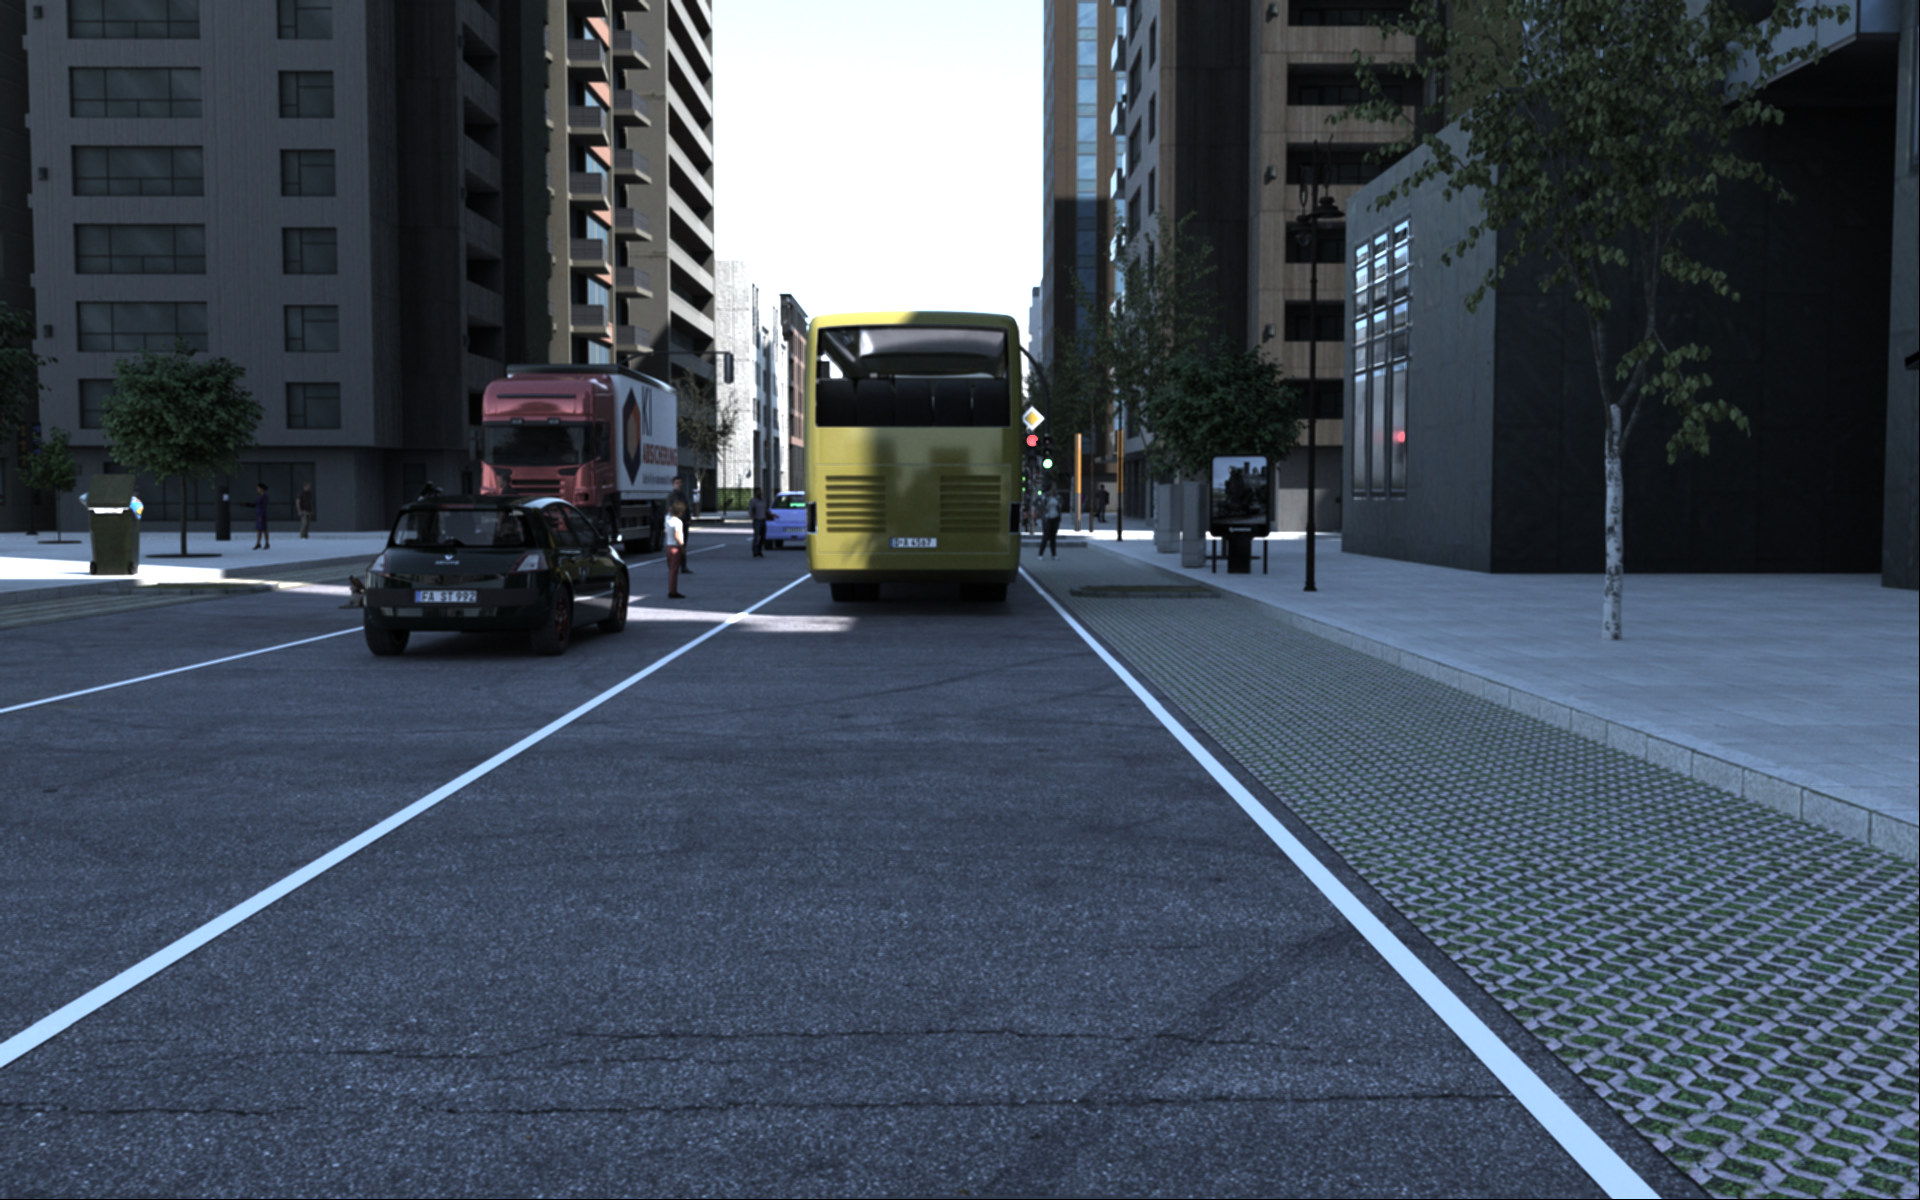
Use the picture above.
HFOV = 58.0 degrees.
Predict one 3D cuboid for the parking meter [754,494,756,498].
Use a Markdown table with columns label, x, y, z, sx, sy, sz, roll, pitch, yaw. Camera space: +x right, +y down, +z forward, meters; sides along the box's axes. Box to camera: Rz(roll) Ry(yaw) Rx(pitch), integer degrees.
| label | x | y | z | sx | sy | sz | roll | pitch | yaw |
| --- | --- | --- | --- | --- | --- | --- | --- | --- | --- |
| parking meter | -13.850 | -6.706 | 118.054 | 0.372 | 1.533 | 0.369 | 0 | 3 | 0 |

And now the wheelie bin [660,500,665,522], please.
| label | x | y | z | sx | sy | sz | roll | pitch | yaw |
| --- | --- | --- | --- | --- | --- | --- | --- | --- | --- |
| wheelie bin | -13.634 | -4.279 | 77.875 | 0.693 | 1.594 | 0.980 | 1 | 4 | 10 |

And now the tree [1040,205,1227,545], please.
| label | x | y | z | sx | sy | sz | roll | pitch | yaw |
| --- | --- | --- | --- | --- | --- | --- | --- | --- | --- |
| tree | 4.714 | -5.688 | 43.366 | 4.737 | 8.622 | 4.395 | 0 | 3 | 0 |

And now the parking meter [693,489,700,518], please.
| label | x | y | z | sx | sy | sz | roll | pitch | yaw |
| --- | --- | --- | --- | --- | --- | --- | --- | --- | --- |
| parking meter | -14.247 | -5.209 | 93.577 | 0.372 | 1.533 | 0.369 | 0 | 3 | 0 |

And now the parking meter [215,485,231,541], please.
| label | x | y | z | sx | sy | sz | roll | pitch | yaw |
| --- | --- | --- | --- | --- | --- | --- | --- | --- | --- |
| parking meter | -20.361 | -2.410 | 47.822 | 0.372 | 1.533 | 0.369 | 0 | 3 | 0 |

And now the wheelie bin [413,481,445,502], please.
| label | x | y | z | sx | sy | sz | roll | pitch | yaw |
| --- | --- | --- | --- | --- | --- | --- | --- | --- | --- |
| wheelie bin | -13.331 | -2.181 | 43.565 | 0.693 | 1.594 | 0.980 | 0 | 4 | -7 |

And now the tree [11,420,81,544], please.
| label | x | y | z | sx | sy | sz | roll | pitch | yaw |
| --- | --- | --- | --- | --- | --- | --- | --- | --- | --- |
| tree | -23.565 | -3.103 | 45.331 | 1.663 | 3.219 | 1.824 | 0 | 3 | 0 |

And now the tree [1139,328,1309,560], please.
| label | x | y | z | sx | sy | sz | roll | pitch | yaw |
| --- | --- | --- | --- | --- | --- | --- | --- | --- | --- |
| tree | 5.261 | -3.106 | 34.505 | 4.285 | 4.588 | 4.351 | 0 | 3 | 0 |

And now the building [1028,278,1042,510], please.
| label | x | y | z | sx | sy | sz | roll | pitch | yaw |
| --- | --- | --- | --- | --- | --- | --- | --- | --- | --- |
| building | 13.592 | -17.294 | 139.174 | 16.016 | 20.091 | 11.380 | 0 | 4 | 0 |

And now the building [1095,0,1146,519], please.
| label | x | y | z | sx | sy | sz | roll | pitch | yaw |
| --- | --- | --- | --- | --- | --- | --- | --- | --- | --- |
| building | 19.475 | -28.599 | 87.208 | 23.786 | 49.044 | 30.456 | 0 | 4 | 0 |

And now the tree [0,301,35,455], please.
| label | x | y | z | sx | sy | sz | roll | pitch | yaw |
| --- | --- | --- | --- | --- | --- | --- | --- | --- | --- |
| tree | -13.692 | -2.388 | 22.762 | 4.285 | 4.588 | 4.351 | 0 | 3 | 0 |

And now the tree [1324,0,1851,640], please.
| label | x | y | z | sx | sy | sz | roll | pitch | yaw |
| --- | --- | --- | --- | --- | --- | --- | --- | --- | --- |
| tree | 5.555 | -3.948 | 14.908 | 4.737 | 8.622 | 4.395 | 0 | 3 | 0 |

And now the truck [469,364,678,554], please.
| label | x | y | z | sx | sy | sz | roll | pitch | yaw |
| --- | --- | --- | --- | --- | --- | --- | --- | --- | --- |
| truck | -8.548 | -3.103 | 39.643 | 2.839 | 4.237 | 11.283 | 0 | 4 | 0 |

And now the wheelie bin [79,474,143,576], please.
| label | x | y | z | sx | sy | sz | roll | pitch | yaw |
| --- | --- | --- | --- | --- | --- | --- | --- | --- | --- |
| wheelie bin | -13.398 | -1.192 | 27.405 | 0.980 | 1.594 | 0.693 | -1 | 4 | -9 |

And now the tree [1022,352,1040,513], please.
| label | x | y | z | sx | sy | sz | roll | pitch | yaw |
| --- | --- | --- | --- | --- | --- | --- | --- | --- | --- |
| tree | 4.677 | -7.516 | 73.247 | 4.737 | 8.622 | 4.395 | 0 | 3 | 0 |

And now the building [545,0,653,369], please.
| label | x | y | z | sx | sy | sz | roll | pitch | yaw |
| --- | --- | --- | --- | --- | --- | --- | --- | --- | --- |
| building | -27.401 | -26.283 | 84.354 | 22.147 | 44.769 | 28.867 | 0 | 4 | 0 |

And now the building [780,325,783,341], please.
| label | x | y | z | sx | sy | sz | roll | pitch | yaw |
| --- | --- | --- | --- | --- | --- | --- | --- | --- | --- |
| building | -25.059 | -19.049 | 167.876 | 16.016 | 20.091 | 11.380 | 0 | 4 | 0 |

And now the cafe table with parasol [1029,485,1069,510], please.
| label | x | y | z | sx | sy | sz | roll | pitch | yaw |
| --- | --- | --- | --- | --- | --- | --- | --- | --- | --- |
| cafe table with parasol | 5.609 | -6.415 | 109.753 | 2.610 | 1.966 | 2.610 | 1 | 4 | 10 |

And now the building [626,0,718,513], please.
| label | x | y | z | sx | sy | sz | roll | pitch | yaw |
| --- | --- | --- | --- | --- | --- | --- | --- | --- | --- |
| building | -27.553 | -29.708 | 109.425 | 21.300 | 48.544 | 21.600 | 0 | 4 | 0 |

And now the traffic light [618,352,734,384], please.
| label | x | y | z | sx | sy | sz | roll | pitch | yaw |
| --- | --- | --- | --- | --- | --- | --- | --- | --- | --- |
| traffic light | -9.608 | -4.932 | 55.299 | 4.771 | 5.953 | 1.251 | 0 | 4 | 0 |

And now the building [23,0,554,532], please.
| label | x | y | z | sx | sy | sz | roll | pitch | yaw |
| --- | --- | --- | --- | --- | --- | --- | --- | --- | --- |
| building | -23.496 | -17.823 | 63.113 | 14.160 | 30.474 | 14.107 | 0 | 4 | 0 |

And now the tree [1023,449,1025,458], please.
| label | x | y | z | sx | sy | sz | roll | pitch | yaw |
| --- | --- | --- | --- | --- | --- | --- | --- | --- | --- |
| tree | 3.766 | -12.148 | 148.978 | 4.360 | 8.622 | 3.978 | 0 | 3 | 0 |

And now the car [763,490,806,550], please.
| label | x | y | z | sx | sy | sz | roll | pitch | yaw |
| --- | --- | --- | --- | --- | --- | --- | --- | --- | --- |
| car | -4.192 | -2.211 | 45.745 | 1.945 | 1.707 | 3.694 | 0 | 4 | 0 |

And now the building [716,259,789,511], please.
| label | x | y | z | sx | sy | sz | roll | pitch | yaw |
| --- | --- | --- | --- | --- | --- | --- | --- | --- | --- |
| building | -24.320 | -17.114 | 146.271 | 16.747 | 18.905 | 31.486 | 0 | 4 | 0 |

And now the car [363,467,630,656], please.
| label | x | y | z | sx | sy | sz | roll | pitch | yaw |
| --- | --- | --- | --- | --- | --- | --- | --- | --- | --- |
| car | -4.363 | -0.426 | 16.759 | 2.009 | 1.686 | 4.222 | 0 | 4 | 0 |

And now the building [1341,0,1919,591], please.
| label | x | y | z | sx | sy | sz | roll | pitch | yaw |
| --- | --- | --- | --- | --- | --- | --- | --- | --- | --- |
| building | 19.729 | -43.281 | 20.315 | 22.319 | 86.520 | 31.000 | 0 | 4 | 0 |

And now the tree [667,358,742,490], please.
| label | x | y | z | sx | sy | sz | roll | pitch | yaw |
| --- | --- | --- | --- | --- | --- | --- | --- | --- | --- |
| tree | -14.028 | -8.803 | 94.294 | 4.360 | 8.622 | 3.978 | 0 | 3 | 0 |

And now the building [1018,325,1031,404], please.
| label | x | y | z | sx | sy | sz | roll | pitch | yaw |
| --- | --- | --- | --- | --- | --- | --- | --- | --- | --- |
| building | 13.241 | -19.746 | 189.311 | 16.747 | 18.905 | 31.486 | 0 | 4 | 0 |

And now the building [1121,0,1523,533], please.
| label | x | y | z | sx | sy | sz | roll | pitch | yaw |
| --- | --- | --- | --- | --- | --- | --- | --- | --- | --- |
| building | 13.494 | -17.759 | 62.056 | 14.107 | 30.474 | 14.160 | 0 | 4 | 0 |

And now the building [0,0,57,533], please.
| label | x | y | z | sx | sy | sz | roll | pitch | yaw |
| --- | --- | --- | --- | --- | --- | --- | --- | --- | --- |
| building | -46.206 | -13.755 | 69.929 | 28.899 | 21.520 | 27.650 | 0 | 4 | 0 |

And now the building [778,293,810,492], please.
| label | x | y | z | sx | sy | sz | roll | pitch | yaw |
| --- | --- | --- | --- | --- | --- | --- | --- | --- | --- |
| building | -33.555 | -21.170 | 190.101 | 32.646 | 21.610 | 27.936 | 0 | 4 | 0 |

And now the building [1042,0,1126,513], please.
| label | x | y | z | sx | sy | sz | roll | pitch | yaw |
| --- | --- | --- | --- | --- | --- | --- | --- | --- | --- |
| building | 13.145 | -28.921 | 122.967 | 14.600 | 45.320 | 14.200 | 0 | 4 | 0 |

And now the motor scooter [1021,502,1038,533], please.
| label | x | y | z | sx | sy | sz | roll | pitch | yaw |
| --- | --- | --- | --- | --- | --- | --- | --- | --- | --- |
| motor scooter | 2.504 | -3.047 | 62.590 | 0.815 | 1.314 | 1.986 | 0 | 4 | -2 |

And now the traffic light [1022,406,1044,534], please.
| label | x | y | z | sx | sy | sz | roll | pitch | yaw |
| --- | --- | --- | --- | --- | --- | --- | --- | --- | --- |
| traffic light | 2.281 | -4.065 | 55.376 | 0.839 | 4.253 | 0.868 | 0 | 4 | 0 |

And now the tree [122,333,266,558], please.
| label | x | y | z | sx | sy | sz | roll | pitch | yaw |
| --- | --- | --- | --- | --- | --- | --- | --- | --- | --- |
| tree | -15.892 | -3.157 | 35.333 | 4.285 | 4.588 | 4.351 | 0 | 3 | 0 |

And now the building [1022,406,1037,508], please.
| label | x | y | z | sx | sy | sz | roll | pitch | yaw |
| --- | --- | --- | --- | --- | --- | --- | --- | --- | --- |
| building | 10.512 | -13.273 | 159.157 | 9.099 | 9.664 | 28.070 | 0 | 4 | 0 |

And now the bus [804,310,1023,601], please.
| label | x | y | z | sx | sy | sz | roll | pitch | yaw |
| --- | --- | --- | --- | --- | --- | --- | --- | --- | --- |
| bus | -0.553 | -2.105 | 25.965 | 2.896 | 3.916 | 12.252 | 0 | 4 | 0 |
